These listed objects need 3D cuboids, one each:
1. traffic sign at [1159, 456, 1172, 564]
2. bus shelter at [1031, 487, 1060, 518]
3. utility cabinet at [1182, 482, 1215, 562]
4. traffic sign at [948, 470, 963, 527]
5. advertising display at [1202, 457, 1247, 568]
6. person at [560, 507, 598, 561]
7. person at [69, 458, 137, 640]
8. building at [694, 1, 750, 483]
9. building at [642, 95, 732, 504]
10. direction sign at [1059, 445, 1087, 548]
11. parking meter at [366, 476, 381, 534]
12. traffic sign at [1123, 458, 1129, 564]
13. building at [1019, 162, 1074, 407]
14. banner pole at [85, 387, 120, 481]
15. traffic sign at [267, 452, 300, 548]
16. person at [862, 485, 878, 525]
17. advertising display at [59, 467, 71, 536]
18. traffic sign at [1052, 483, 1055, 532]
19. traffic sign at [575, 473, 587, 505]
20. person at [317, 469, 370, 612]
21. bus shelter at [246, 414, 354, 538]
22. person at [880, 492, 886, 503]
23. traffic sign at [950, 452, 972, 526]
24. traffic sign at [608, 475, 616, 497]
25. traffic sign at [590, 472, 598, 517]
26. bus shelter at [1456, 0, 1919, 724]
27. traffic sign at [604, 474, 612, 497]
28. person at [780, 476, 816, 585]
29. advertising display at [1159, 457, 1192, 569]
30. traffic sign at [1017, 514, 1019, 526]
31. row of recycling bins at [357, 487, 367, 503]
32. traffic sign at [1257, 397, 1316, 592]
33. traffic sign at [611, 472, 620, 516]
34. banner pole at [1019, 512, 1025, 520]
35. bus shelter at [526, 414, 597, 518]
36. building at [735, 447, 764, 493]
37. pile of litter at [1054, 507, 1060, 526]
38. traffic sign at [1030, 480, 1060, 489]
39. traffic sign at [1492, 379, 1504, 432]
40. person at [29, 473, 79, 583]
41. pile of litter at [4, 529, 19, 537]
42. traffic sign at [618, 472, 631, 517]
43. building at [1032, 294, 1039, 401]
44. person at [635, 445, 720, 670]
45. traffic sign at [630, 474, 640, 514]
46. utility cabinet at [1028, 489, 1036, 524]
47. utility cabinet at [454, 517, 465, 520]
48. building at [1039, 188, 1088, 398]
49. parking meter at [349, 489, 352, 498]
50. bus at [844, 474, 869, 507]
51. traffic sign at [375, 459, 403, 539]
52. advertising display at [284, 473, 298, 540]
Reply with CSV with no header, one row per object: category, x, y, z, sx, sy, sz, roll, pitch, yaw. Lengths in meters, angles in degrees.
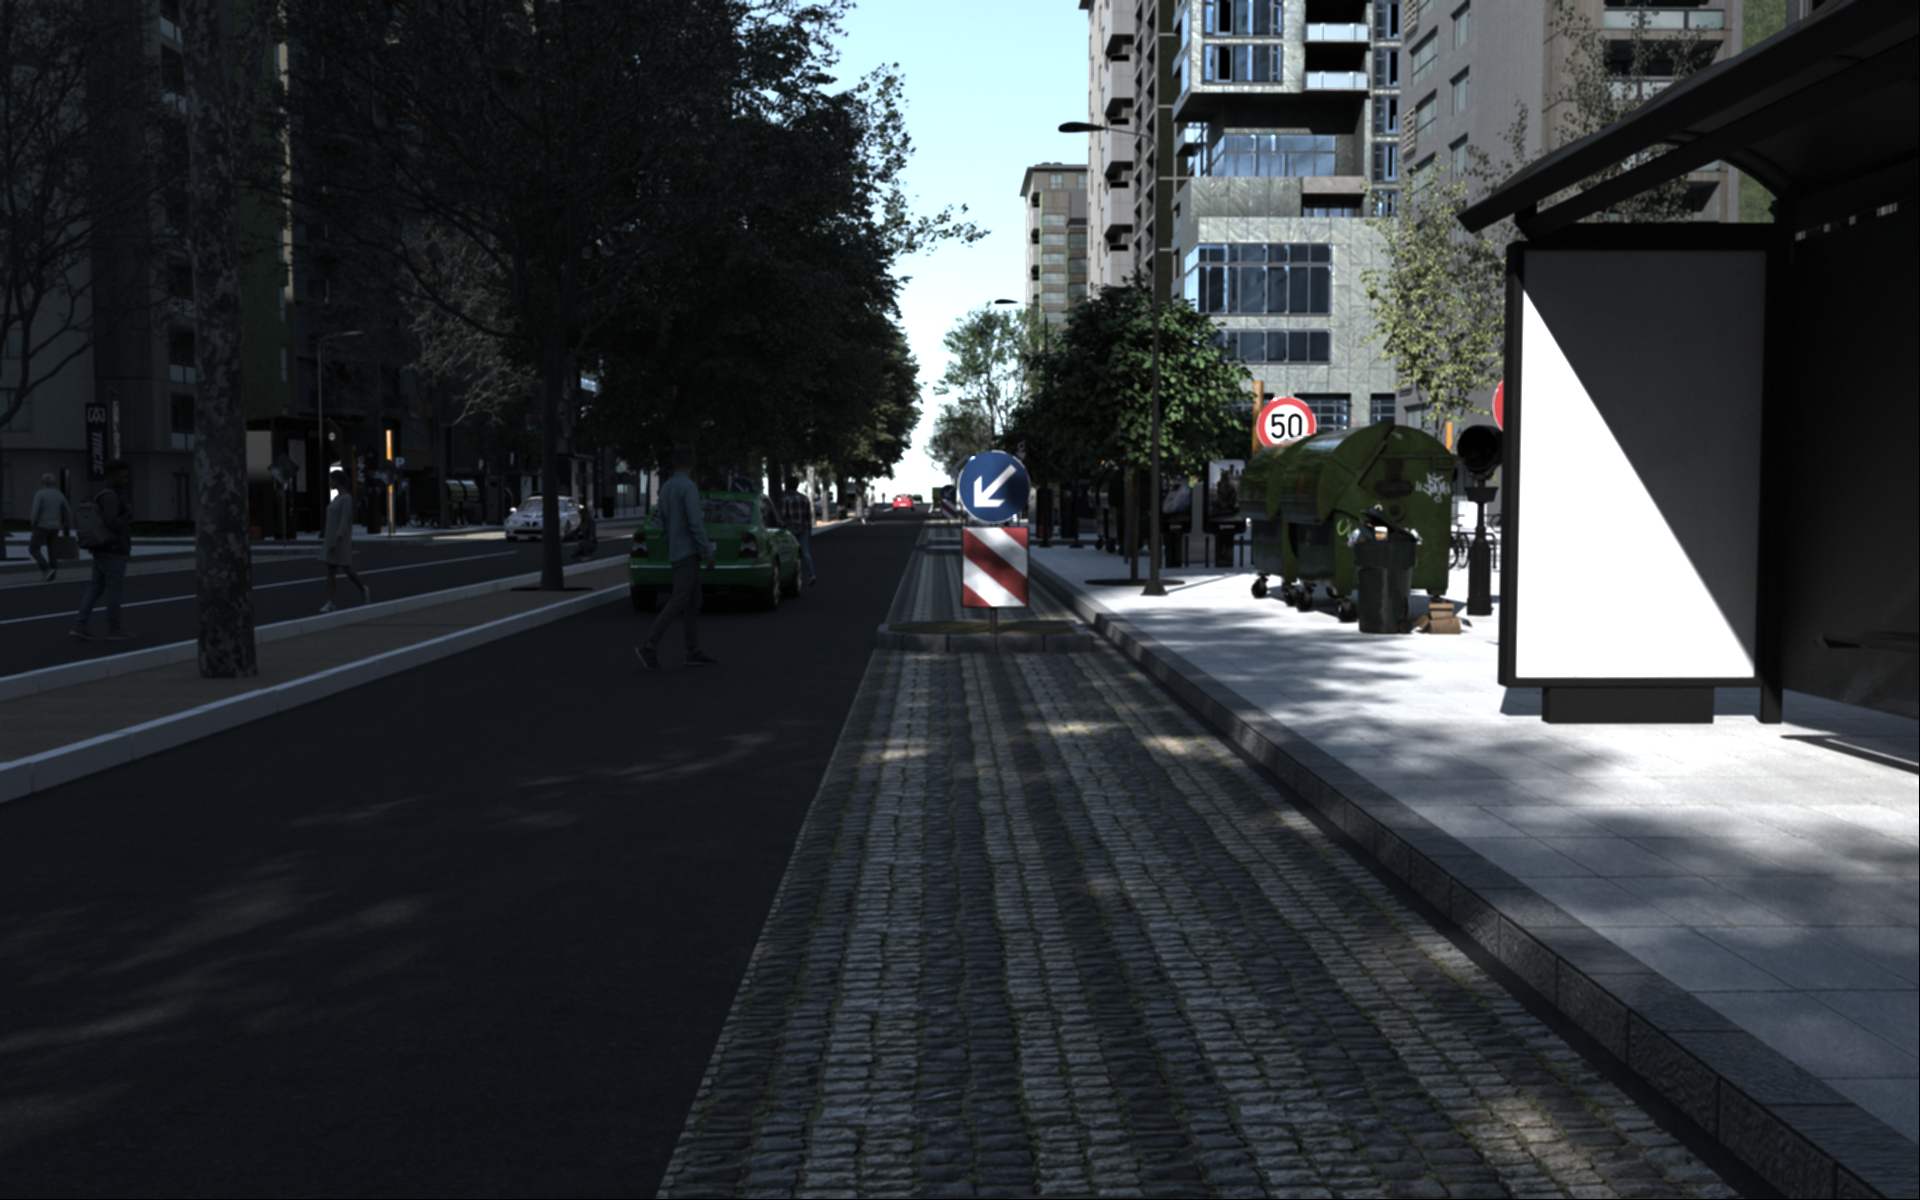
traffic sign,3.668,-1.930,31.663,0.768,2.556,0.104,0,4,1
bus shelter,4.278,-6.299,80.620,2.179,5.291,8.768,0,4,-1
utility cabinet,4.442,-1.453,32.443,0.318,1.500,1.173,3,5,40
traffic sign,0.047,-2.814,49.647,0.795,2.450,0.064,0,4,-1
advertising display,4.638,-1.536,30.333,0.974,1.923,0.123,-3,4,-37
person,-8.063,-1.416,37.148,0.738,1.151,1.012,-3,5,-44
person,-8.346,-0.498,16.983,0.623,1.781,0.721,2,4,34
building,-42.010,-50.028,256.205,20.563,71.187,20.611,0,4,-1
building,-42.978,-42.215,232.211,21.231,58.520,28.212,0,4,-1
direction sign,2.773,-3.002,41.078,0.876,3.537,0.379,1,4,20
parking meter,-18.736,-3.036,55.352,0.399,1.863,0.255,1,4,23
traffic sign,3.070,-1.942,31.864,0.768,2.556,0.104,0,4,8
building,24.151,-41.655,270.302,28.713,52.752,27.495,0,4,-1
banner pole,-20.683,-3.175,41.922,0.863,3.779,0.401,-2,4,-27
traffic sign,-16.186,-2.313,41.459,0.795,2.450,0.064,0,4,-1
person,-4.208,-4.437,80.884,0.795,1.843,0.661,0,4,3
advertising display,-21.195,-2.192,41.047,0.123,1.923,0.974,-1,4,-22
traffic sign,3.178,-3.599,58.954,0.768,2.556,0.104,1,4,9
traffic sign,-18.503,-5.041,84.558,0.606,2.300,0.079,0,4,2
person,-7.585,-0.733,21.235,0.466,1.731,0.760,1,4,18
bus shelter,-20.811,-3.846,54.164,1.731,3.624,6.357,0,4,-1
person,-12.145,-16.271,274.552,1.348,1.821,0.705,3,5,42
traffic sign,0.157,-2.325,41.663,0.795,2.450,0.064,0,4,-1
traffic sign,-22.198,-6.780,110.959,0.768,2.556,0.104,0,4,3
traffic sign,-20.459,-5.864,95.982,0.768,2.556,0.104,0,4,4
bus shelter,3.845,-0.808,7.130,2.014,3.302,5.546,0,4,-1
traffic sign,-22.480,-6.799,111.275,0.768,2.556,0.104,0,4,3
person,-2.585,-1.105,27.402,0.563,1.720,0.643,-2,4,-30
advertising display,3.718,-1.522,30.106,0.123,1.923,0.974,3,5,41
traffic sign,1.928,-3.495,57.155,0.884,2.594,0.081,0,4,6
row of recycling bins,-29.273,-4.471,80.209,3.534,1.692,1.069,-1,4,-15
traffic sign,4.274,-1.384,22.736,0.768,2.556,0.104,1,4,8
traffic sign,-19.733,-6.086,99.614,0.768,2.556,0.104,0,4,7
banner pole,2.814,-5.880,86.147,0.863,3.779,0.401,2,4,30
bus shelter,-20.754,-6.865,89.880,2.179,5.291,8.768,0,4,-1
building,-39.017,-36.166,274.902,14.154,41.232,14.086,0,4,-1
pile of litter,4.007,-3.447,70.327,1.176,0.858,1.719,0,4,4
traffic sign,3.577,-4.182,62.255,2.265,3.308,0.079,0,4,8
traffic sign,5.722,-1.061,17.457,0.768,2.556,0.104,0,3,0
person,-14.725,-1.174,28.174,0.515,1.767,0.782,2,4,24
pile of litter,-28.900,-2.303,51.617,1.719,0.858,1.176,2,4,26
traffic sign,-18.989,-5.988,98.010,0.768,2.556,0.104,0,4,3
building,17.228,-29.231,249.632,14.160,30.474,14.107,0,4,-1
person,-2.354,-0.365,14.337,0.748,1.841,0.638,-1,4,-22
traffic sign,-20.885,-6.790,111.130,0.768,2.556,0.104,0,4,3
utility cabinet,3.436,-3.981,73.761,1.173,1.500,0.318,3,5,41
utility cabinet,-24.736,-4.544,85.454,0.306,1.237,1.020,-3,5,-44
building,17.613,-33.654,233.830,14.154,41.232,14.086,0,4,-1
parking meter,-26.516,-4.110,75.615,0.372,1.533,0.369,0,3,0
bus,-11.236,-11.858,185.432,2.896,3.916,12.252,0,4,-1
traffic sign,-16.296,-2.801,49.444,0.795,2.450,0.064,0,4,-1
advertising display,-18.957,-2.681,49.054,0.123,1.923,0.974,-2,4,-35
